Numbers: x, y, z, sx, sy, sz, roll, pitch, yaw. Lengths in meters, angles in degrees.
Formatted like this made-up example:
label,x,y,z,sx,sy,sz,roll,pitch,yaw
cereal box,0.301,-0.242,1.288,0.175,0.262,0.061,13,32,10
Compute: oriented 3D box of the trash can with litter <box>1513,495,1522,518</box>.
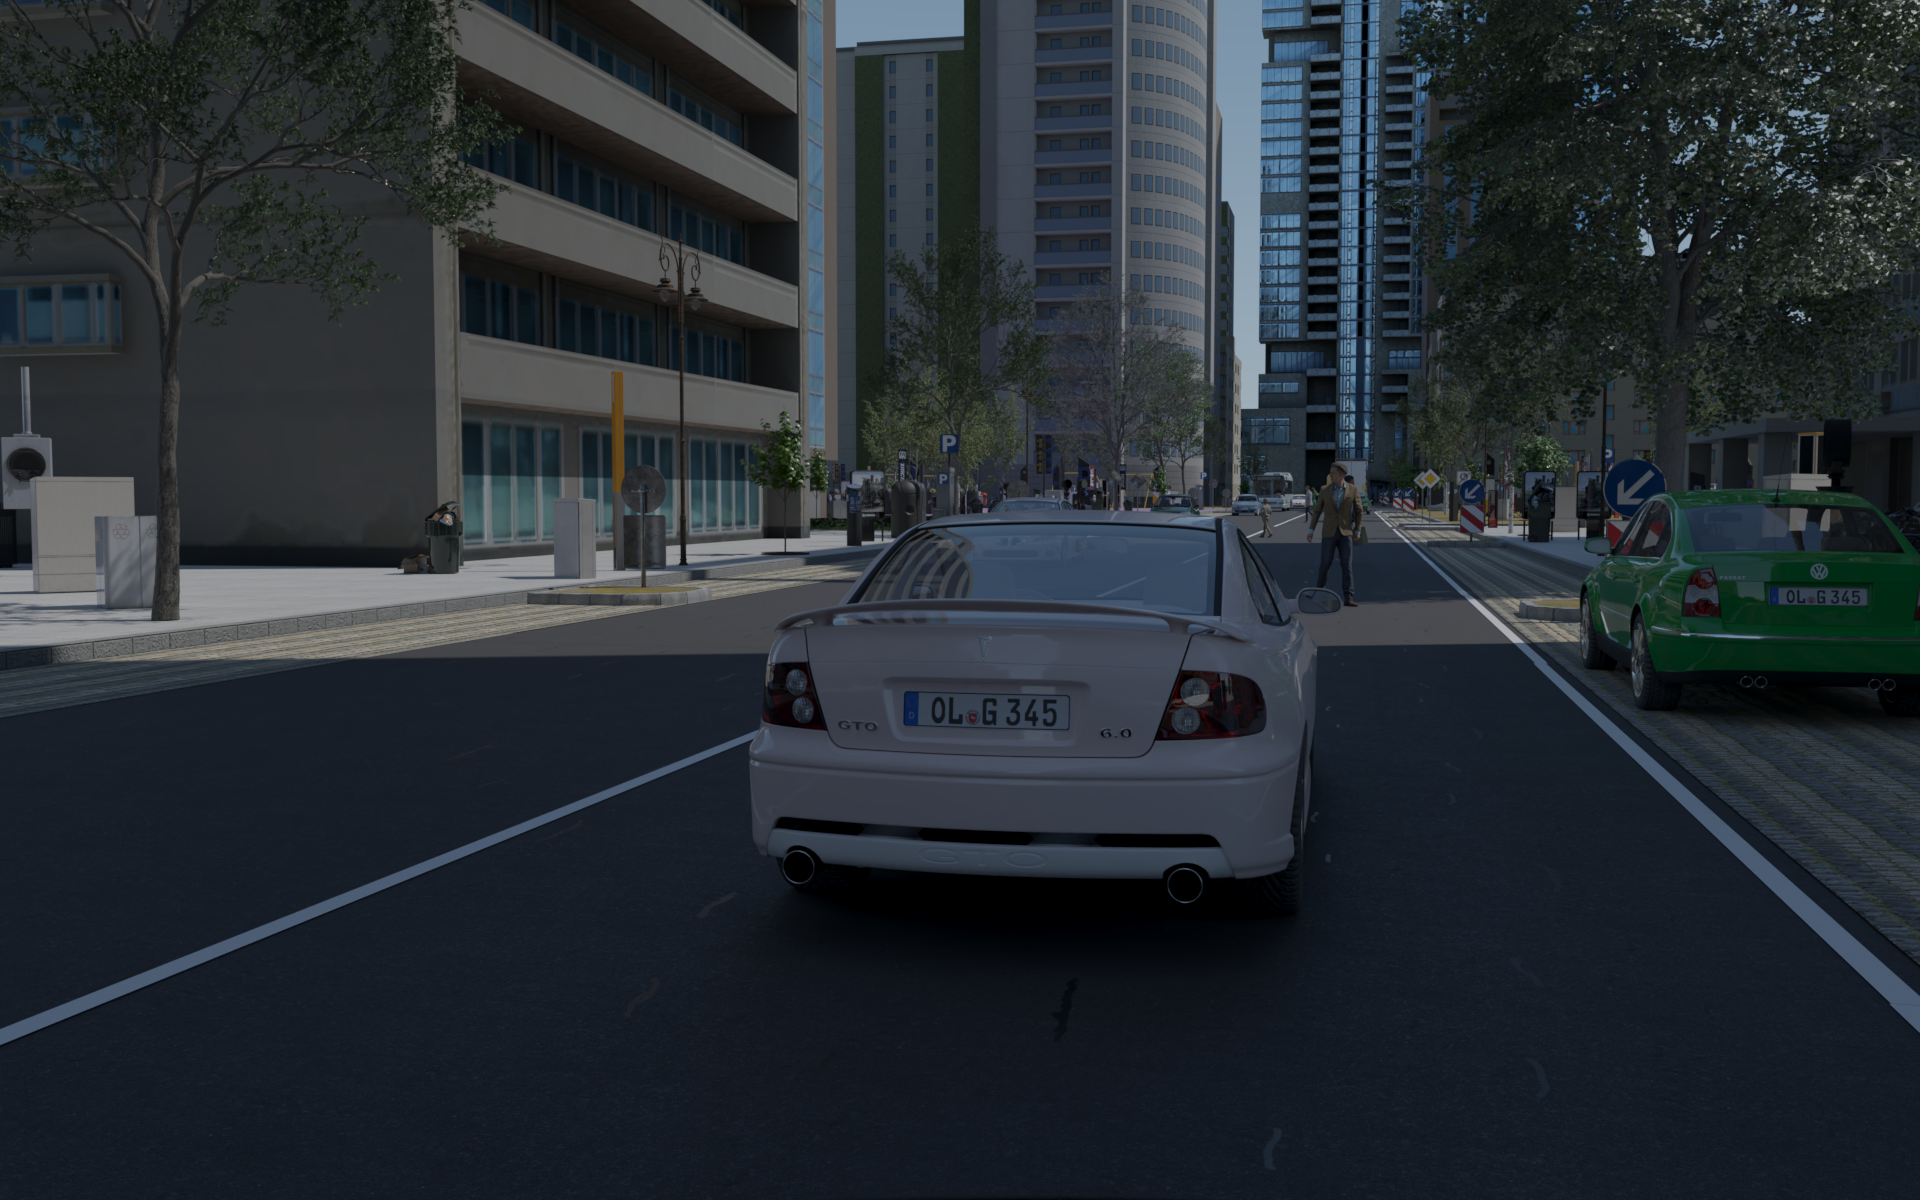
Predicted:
label,x,y,z,sx,sy,sz,roll,pitch,yaw
trash can with litter,30.166,-4.955,92.073,2.233,1.210,1.678,1,4,18

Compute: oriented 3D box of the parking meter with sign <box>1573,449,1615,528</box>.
label,x,y,z,sx,sy,sz,roll,pitch,yaw
parking meter with sign,24.186,-4.264,65.975,1.738,3.016,0.543,-3,4,-37

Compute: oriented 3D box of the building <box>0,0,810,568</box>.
label,x,y,z,sx,sy,sz,roll,pitch,yaw
building,-17.086,-25.531,41.141,21.300,48.544,21.600,1,4,13

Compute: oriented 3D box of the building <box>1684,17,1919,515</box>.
label,x,y,z,sx,sy,sz,roll,pitch,yaw
building,35.219,-21.294,40.035,32.217,40.220,23.993,1,4,13

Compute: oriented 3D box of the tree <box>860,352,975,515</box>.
label,x,y,z,sx,sy,sz,roll,pitch,yaw
tree,-2.518,-8.417,87.979,4.737,8.622,4.395,0,3,0

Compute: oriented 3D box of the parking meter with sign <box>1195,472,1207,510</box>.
label,x,y,z,sx,sy,sz,roll,pitch,yaw
parking meter with sign,19.328,-8.786,139.905,0.543,3.016,1.738,-1,4,-17

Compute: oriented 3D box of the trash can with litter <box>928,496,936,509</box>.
label,x,y,z,sx,sy,sz,roll,pitch,yaw
trash can with litter,-1.168,-4.967,92.600,0.624,1.170,1.055,2,4,35

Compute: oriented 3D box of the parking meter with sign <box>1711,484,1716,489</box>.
label,x,y,z,sx,sy,sz,roll,pitch,yaw
parking meter with sign,54.741,-7.957,126.353,1.738,3.016,0.543,3,5,44

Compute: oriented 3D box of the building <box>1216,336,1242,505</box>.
label,x,y,z,sx,sy,sz,roll,pitch,yaw
building,19.579,-22.698,216.147,28.899,21.520,27.650,1,4,13

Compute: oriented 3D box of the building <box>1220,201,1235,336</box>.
label,x,y,z,sx,sy,sz,roll,pitch,yaw
building,31.274,-34.335,244.968,14.086,41.232,14.154,1,4,13

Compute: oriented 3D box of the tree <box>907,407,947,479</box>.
label,x,y,z,sx,sy,sz,roll,pitch,yaw
tree,-1.881,-11.689,141.471,4.360,8.622,3.978,0,3,0

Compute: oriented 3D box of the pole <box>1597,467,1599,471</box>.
label,x,y,z,sx,sy,sz,roll,pitch,yaw
pole,48.538,-8.438,131.804,0.158,3.312,0.155,0,3,0

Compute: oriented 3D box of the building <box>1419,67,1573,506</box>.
label,x,y,z,sx,sy,sz,roll,pitch,yaw
building,55.932,-32.523,181.858,14.600,45.320,14.200,1,4,13

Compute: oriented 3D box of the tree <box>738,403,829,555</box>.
label,x,y,z,sx,sy,sz,roll,pitch,yaw
tree,-3.634,-2.580,36.779,1.663,3.219,1.824,0,3,0

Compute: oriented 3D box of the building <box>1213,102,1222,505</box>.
label,x,y,z,sx,sy,sz,roll,pitch,yaw
building,21.117,-33.024,190.058,14.600,45.320,14.200,1,4,13

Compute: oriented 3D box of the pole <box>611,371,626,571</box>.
label,x,y,z,sx,sy,sz,roll,pitch,yaw
pole,-5.703,-2.145,28.907,0.158,3.312,0.155,0,3,0

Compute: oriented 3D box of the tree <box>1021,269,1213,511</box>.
label,x,y,z,sx,sy,sz,roll,pitch,yaw
tree,8.481,-11.238,94.107,12.009,13.543,11.850,0,3,0

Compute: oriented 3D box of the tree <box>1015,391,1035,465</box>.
label,x,y,z,sx,sy,sz,roll,pitch,yaw
tree,2.908,-9.976,113.475,4.737,8.622,4.395,0,3,0

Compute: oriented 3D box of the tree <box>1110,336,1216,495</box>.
label,x,y,z,sx,sy,sz,roll,pitch,yaw
tree,13.380,-11.568,114.888,9.928,11.665,9.643,0,3,0

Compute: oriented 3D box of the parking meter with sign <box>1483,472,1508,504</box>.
label,x,y,z,sx,sy,sz,roll,pitch,yaw
parking meter with sign,34.324,-7.056,111.631,1.738,3.016,0.543,2,4,25

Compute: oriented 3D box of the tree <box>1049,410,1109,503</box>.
label,x,y,z,sx,sy,sz,roll,pitch,yaw
tree,9.111,-11.680,141.338,4.360,8.622,3.978,0,3,0

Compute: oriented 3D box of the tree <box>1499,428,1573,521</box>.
label,x,y,z,sx,sy,sz,roll,pitch,yaw
tree,27.812,-6.109,83.597,4.285,4.588,4.351,0,3,0

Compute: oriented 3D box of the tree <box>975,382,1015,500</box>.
label,x,y,z,sx,sy,sz,roll,pitch,yaw
tree,0.144,-9.470,105.194,4.737,8.622,4.395,0,3,0

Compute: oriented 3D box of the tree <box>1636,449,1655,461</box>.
label,x,y,z,sx,sy,sz,roll,pitch,yaw
tree,48.016,-8.316,119.682,4.285,4.588,4.351,0,3,0

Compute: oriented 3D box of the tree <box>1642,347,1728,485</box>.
label,x,y,z,sx,sy,sz,roll,pitch,yaw
tree,35.470,-8.191,84.289,4.737,8.622,4.395,0,3,0

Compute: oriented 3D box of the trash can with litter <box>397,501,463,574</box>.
label,x,y,z,sx,sy,sz,roll,pitch,yaw
trash can with litter,-8.547,-1.009,27.879,1.055,1.170,0.624,1,4,11

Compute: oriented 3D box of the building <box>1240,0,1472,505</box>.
label,x,y,z,sx,sy,sz,roll,pitch,yaw
building,54.261,-56.901,242.996,31.000,86.520,22.319,1,4,13

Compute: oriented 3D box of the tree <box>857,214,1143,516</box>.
label,x,y,z,sx,sy,sz,roll,pitch,yaw
tree,0.113,-7.497,56.988,7.601,10.594,8.767,-3,4,-36

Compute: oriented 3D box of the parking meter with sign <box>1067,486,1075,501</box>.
label,x,y,z,sx,sy,sz,roll,pitch,yaw
parking meter with sign,9.919,-9.679,154.513,1.738,3.016,0.543,1,4,18

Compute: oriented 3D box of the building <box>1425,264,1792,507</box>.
label,x,y,z,sx,sy,sz,roll,pitch,yaw
building,58.063,-19.266,160.039,27.650,21.520,28.899,1,4,13

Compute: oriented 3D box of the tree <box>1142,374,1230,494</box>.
label,x,y,z,sx,sy,sz,roll,pitch,yaw
tree,15.701,-11.532,122.967,7.601,10.594,8.767,1,4,17

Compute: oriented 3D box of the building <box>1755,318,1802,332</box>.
label,x,y,z,sx,sy,sz,roll,pitch,yaw
building,108.091,-21.423,195.307,28.899,21.520,27.650,1,4,13

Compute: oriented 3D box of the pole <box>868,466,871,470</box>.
label,x,y,z,sx,sy,sz,roll,pitch,yaw
pole,-6.609,-8.092,126.146,0.158,3.312,0.155,0,3,0

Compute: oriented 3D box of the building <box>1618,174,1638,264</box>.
label,x,y,z,sx,sy,sz,roll,pitch,yaw
building,79.983,-37.571,237.980,21.600,48.544,21.300,1,4,13

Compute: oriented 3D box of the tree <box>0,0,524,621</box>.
label,x,y,z,sx,sy,sz,roll,pitch,yaw
tree,-7.829,-5.083,17.521,8.767,10.594,7.601,3,5,41

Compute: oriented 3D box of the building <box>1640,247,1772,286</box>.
label,x,y,z,sx,sy,sz,roll,pitch,yaw
building,88.747,-26.618,206.905,14.107,30.474,14.160,1,4,13

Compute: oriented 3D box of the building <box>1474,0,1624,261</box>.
label,x,y,z,sx,sy,sz,roll,pitch,yaw
building,65.054,-54.375,201.701,22.319,86.520,31.000,1,4,13

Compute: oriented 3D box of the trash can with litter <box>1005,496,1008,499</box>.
label,x,y,z,sx,sy,sz,roll,pitch,yaw
trash can with litter,4.334,-8.666,153.075,1.055,1.170,0.624,-3,5,-41

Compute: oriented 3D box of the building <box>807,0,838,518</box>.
label,x,y,z,sx,sy,sz,roll,pitch,yaw
building,-13.644,-25.507,67.148,14.200,45.320,14.600,1,4,13

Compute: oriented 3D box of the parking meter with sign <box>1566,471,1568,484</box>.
label,x,y,z,sx,sy,sz,roll,pitch,yaw
parking meter with sign,47.520,-8.370,133.112,1.738,3.016,0.543,1,4,22

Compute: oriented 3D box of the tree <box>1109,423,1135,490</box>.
label,x,y,z,sx,sy,sz,roll,pitch,yaw
tree,12.610,-12.090,148.041,4.360,8.622,3.978,0,3,0

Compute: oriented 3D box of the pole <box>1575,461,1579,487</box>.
label,x,y,z,sx,sy,sz,roll,pitch,yaw
pole,38.403,-6.974,107.870,0.158,3.312,0.155,0,3,0

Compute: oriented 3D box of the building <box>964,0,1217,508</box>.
label,x,y,z,sx,sy,sz,roll,pitch,yaw
building,13.262,-38.367,169.305,21.231,58.520,28.212,1,4,13

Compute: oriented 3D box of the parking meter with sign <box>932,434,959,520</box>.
label,x,y,z,sx,sy,sz,roll,pitch,yaw
parking meter with sign,-0.448,-3.264,49.624,0.543,3.016,1.738,1,4,9

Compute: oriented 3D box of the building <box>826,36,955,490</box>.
label,x,y,z,sx,sy,sz,roll,pitch,yaw
building,-8.650,-41.720,224.127,28.212,58.520,21.231,1,4,13

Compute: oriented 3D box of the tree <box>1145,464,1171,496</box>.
label,x,y,z,sx,sy,sz,roll,pitch,yaw
tree,12.678,-6.987,108.843,1.663,3.219,1.824,0,3,0
